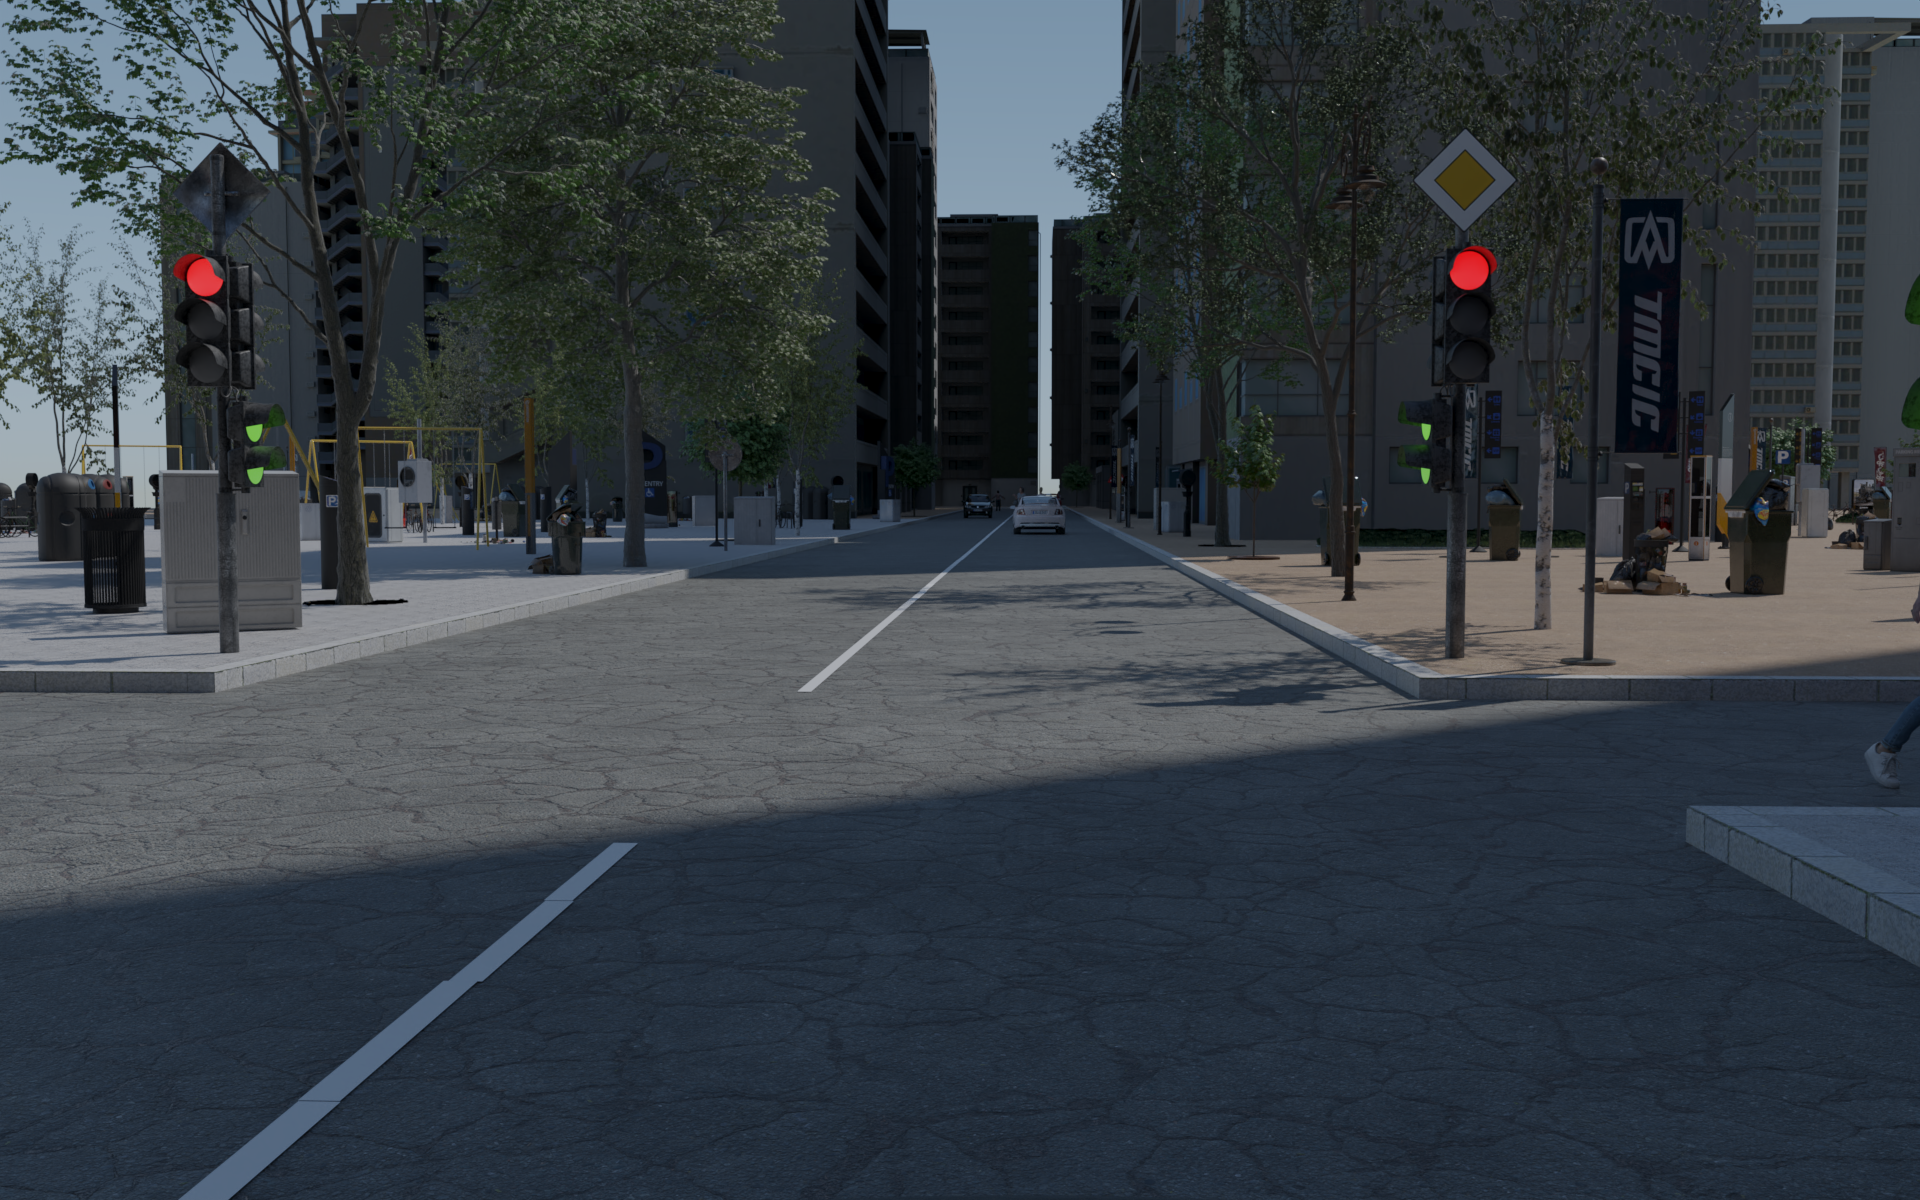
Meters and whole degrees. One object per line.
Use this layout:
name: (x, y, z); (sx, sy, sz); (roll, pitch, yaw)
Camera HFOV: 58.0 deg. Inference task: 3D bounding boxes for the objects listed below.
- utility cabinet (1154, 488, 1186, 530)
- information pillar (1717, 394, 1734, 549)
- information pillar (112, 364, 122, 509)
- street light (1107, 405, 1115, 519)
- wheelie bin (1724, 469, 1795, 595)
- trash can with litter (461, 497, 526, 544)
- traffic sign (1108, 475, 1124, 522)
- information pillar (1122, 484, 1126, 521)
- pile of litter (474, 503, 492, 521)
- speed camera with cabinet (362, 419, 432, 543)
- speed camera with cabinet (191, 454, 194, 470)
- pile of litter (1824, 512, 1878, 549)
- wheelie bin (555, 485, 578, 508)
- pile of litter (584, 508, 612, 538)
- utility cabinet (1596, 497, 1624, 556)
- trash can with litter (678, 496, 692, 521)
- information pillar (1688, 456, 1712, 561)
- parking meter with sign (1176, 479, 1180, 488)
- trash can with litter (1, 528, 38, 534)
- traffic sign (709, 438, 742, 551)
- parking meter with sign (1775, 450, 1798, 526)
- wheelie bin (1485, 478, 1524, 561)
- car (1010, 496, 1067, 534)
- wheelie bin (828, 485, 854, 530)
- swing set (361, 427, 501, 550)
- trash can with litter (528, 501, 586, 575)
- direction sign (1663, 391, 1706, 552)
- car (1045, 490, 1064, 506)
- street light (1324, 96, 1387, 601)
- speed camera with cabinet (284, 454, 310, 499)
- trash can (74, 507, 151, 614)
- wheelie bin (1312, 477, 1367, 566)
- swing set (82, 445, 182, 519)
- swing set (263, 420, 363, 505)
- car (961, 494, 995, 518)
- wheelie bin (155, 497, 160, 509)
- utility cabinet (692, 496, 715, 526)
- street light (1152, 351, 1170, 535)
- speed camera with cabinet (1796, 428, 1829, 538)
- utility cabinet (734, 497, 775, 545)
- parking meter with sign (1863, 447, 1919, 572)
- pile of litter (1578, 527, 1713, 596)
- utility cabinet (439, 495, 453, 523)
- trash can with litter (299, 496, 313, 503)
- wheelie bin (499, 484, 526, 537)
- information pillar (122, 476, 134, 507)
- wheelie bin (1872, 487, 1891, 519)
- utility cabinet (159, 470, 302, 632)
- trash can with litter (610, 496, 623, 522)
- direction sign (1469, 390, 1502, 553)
utility cabinet: (7.434, -3.206, 61.099); (1.173, 1.500, 0.318); (-1, 4, -12)
information pillar: (17.827, -2.996, 40.335); (0.504, 3.616, 0.183); (-3, 4, -37)
information pillar: (-15.148, -2.433, 31.128); (0.183, 3.616, 0.504); (-2, 4, -24)
street light: (7.673, -7.057, 88.170); (0.468, 5.910, 1.993); (0, 4, 3)
wheelie bin: (10.296, -0.881, 22.318); (0.693, 1.594, 0.980); (0, 4, 1)
trash can with litter: (-12.247, -2.097, 45.338); (1.678, 1.210, 2.233); (-1, 4, -14)
traffic sign: (7.333, -4.942, 80.803); (0.884, 2.594, 0.081); (1, 4, 11)
information pillar: (7.719, -4.766, 82.413); (0.304, 2.012, 0.304); (1, 4, 13)
pile of litter: (-22.272, -4.111, 81.182); (1.719, 0.858, 1.176); (2, 4, 30)
speed camera with cabinet: (-14.902, -3.144, 45.739); (2.038, 3.252, 0.660); (2, 4, 28)
speed camera with cabinet: (-36.970, -5.562, 85.282); (2.038, 3.252, 0.660); (-1, 4, -12)
pile of litter: (21.142, -1.613, 40.335); (1.719, 0.858, 1.176); (3, 5, 40)
wheelie bin: (-13.619, -3.187, 60.020); (0.693, 1.594, 0.980); (-2, 4, -28)
pile of litter: (-10.949, -2.296, 51.512); (1.176, 0.858, 1.719); (0, 4, -8)
utility cabinet: (13.642, -1.513, 35.897); (0.306, 1.237, 1.020); (-1, 4, -21)
trash can with litter: (-12.704, -4.352, 82.218); (2.233, 1.210, 1.678); (2, 4, 30)
information pillar: (14.194, -1.757, 33.215); (0.304, 2.012, 0.304); (3, 5, 44)
parking meter with sign: (11.065, -5.464, 85.593); (0.543, 3.016, 1.738); (-2, 4, -29)
trash can with litter: (-30.438, -2.744, 55.928); (2.233, 1.210, 1.678); (0, 4, 7)
traffic sign: (-5.278, -2.377, 38.964); (0.768, 2.556, 0.104); (0, 4, 6)
parking meter with sign: (33.204, -4.478, 69.472); (0.543, 3.016, 1.738); (3, 5, 39)
wheelie bin: (10.509, -1.562, 33.445); (0.693, 1.594, 0.980); (1, 4, 21)
car: (2.856, -3.090, 62.890); (2.083, 1.381, 4.827); (0, 4, 1)
wheelie bin: (-4.270, -3.322, 62.229); (0.980, 1.594, 0.693); (0, 4, 3)
swing set: (-12.557, -2.633, 40.672); (3.119, 2.851, 2.862); (-1, 4, -10)
trash can with litter: (-6.485, -0.996, 27.669); (1.055, 1.170, 0.624); (2, 4, 33)
direction sign: (15.981, -2.831, 38.284); (0.876, 3.537, 0.379); (3, 5, 43)
car: (7.534, -8.235, 143.686); (2.155, 1.783, 4.494); (0, 4, 4)
street light: (4.683, -2.929, 20.673); (0.468, 5.910, 1.993); (0, 4, 3)
speed camera with cabinet: (-32.946, -5.597, 85.845); (2.038, 3.252, 0.660); (3, 5, 43)
trash can: (-9.147, -0.433, 18.734); (0.748, 1.137, 0.748); (0, 3, 0)
wheelie bin: (6.791, -1.420, 31.126); (0.980, 1.594, 0.693); (0, 4, -3)
swing set: (-26.566, -3.533, 55.378); (3.119, 2.851, 2.862); (-2, 4, -23)
swing set: (-13.339, -2.220, 33.910); (2.862, 2.851, 3.119); (-1, 4, -21)
car: (1.090, -5.758, 103.936); (2.009, 1.686, 4.222); (0, 4, 1)
wheelie bin: (-31.764, -3.767, 69.495); (0.693, 1.594, 0.980); (1, 4, 9)
utility cabinet: (-10.237, -3.573, 69.572); (1.020, 1.237, 0.306); (-2, 4, -34)
street light: (6.271, -4.979, 54.187); (0.468, 5.910, 1.993); (0, 4, 3)
speed camera with cabinet: (25.404, -3.502, 51.601); (0.660, 3.252, 2.038); (1, 4, 17)
utility cabinet: (-5.197, -1.997, 43.812); (1.020, 1.237, 0.306); (1, 4, 16)
parking meter with sign: (15.807, -1.974, 28.539); (0.543, 3.016, 1.738); (-2, 4, -27)
pile of litter: (8.826, -0.514, 22.365); (1.176, 0.858, 1.719); (-1, 4, -22)
utility cabinet: (-22.639, -3.985, 76.312); (0.306, 1.237, 1.020); (-2, 4, -32)
trash can with litter: (-26.285, -3.511, 68.467); (2.233, 1.210, 1.678); (-3, 5, -43)
wheelie bin: (-13.403, -2.694, 51.953); (0.693, 1.594, 0.980); (1, 4, 12)
information pillar: (-33.877, -4.042, 70.570); (0.304, 2.012, 0.304); (2, 4, 34)
wheelie bin: (36.325, -3.687, 68.195); (0.693, 1.594, 0.980); (3, 5, 42)
utility cabinet: (-6.800, -0.458, 16.172); (1.173, 1.500, 0.318); (-2, 4, -31)
trash can with litter: (-15.900, -4.197, 80.013); (0.624, 1.170, 1.055); (-1, 4, -17)
direction sign: (11.416, -2.817, 38.047); (0.876, 3.537, 0.379); (1, 4, 19)
